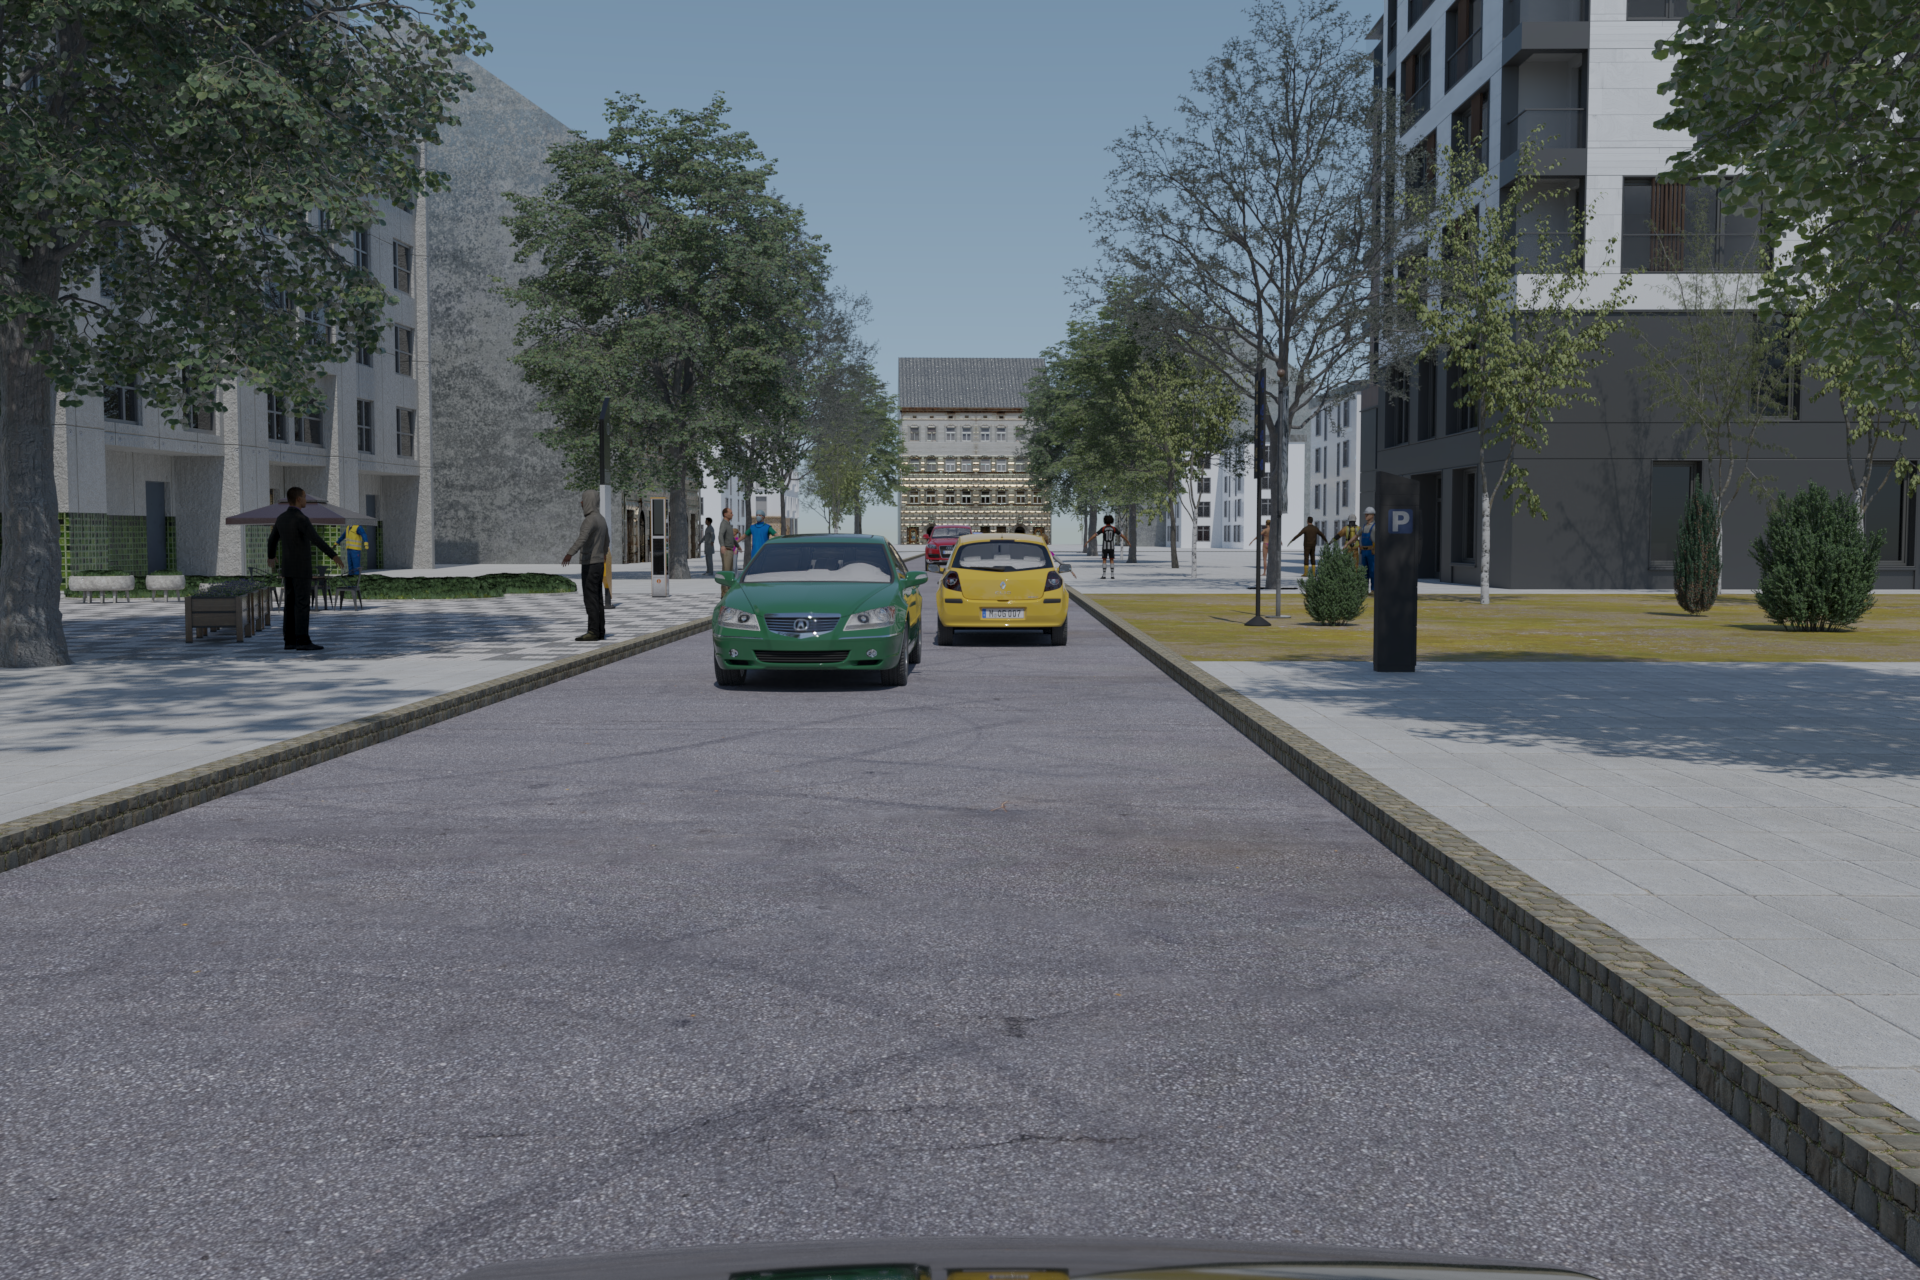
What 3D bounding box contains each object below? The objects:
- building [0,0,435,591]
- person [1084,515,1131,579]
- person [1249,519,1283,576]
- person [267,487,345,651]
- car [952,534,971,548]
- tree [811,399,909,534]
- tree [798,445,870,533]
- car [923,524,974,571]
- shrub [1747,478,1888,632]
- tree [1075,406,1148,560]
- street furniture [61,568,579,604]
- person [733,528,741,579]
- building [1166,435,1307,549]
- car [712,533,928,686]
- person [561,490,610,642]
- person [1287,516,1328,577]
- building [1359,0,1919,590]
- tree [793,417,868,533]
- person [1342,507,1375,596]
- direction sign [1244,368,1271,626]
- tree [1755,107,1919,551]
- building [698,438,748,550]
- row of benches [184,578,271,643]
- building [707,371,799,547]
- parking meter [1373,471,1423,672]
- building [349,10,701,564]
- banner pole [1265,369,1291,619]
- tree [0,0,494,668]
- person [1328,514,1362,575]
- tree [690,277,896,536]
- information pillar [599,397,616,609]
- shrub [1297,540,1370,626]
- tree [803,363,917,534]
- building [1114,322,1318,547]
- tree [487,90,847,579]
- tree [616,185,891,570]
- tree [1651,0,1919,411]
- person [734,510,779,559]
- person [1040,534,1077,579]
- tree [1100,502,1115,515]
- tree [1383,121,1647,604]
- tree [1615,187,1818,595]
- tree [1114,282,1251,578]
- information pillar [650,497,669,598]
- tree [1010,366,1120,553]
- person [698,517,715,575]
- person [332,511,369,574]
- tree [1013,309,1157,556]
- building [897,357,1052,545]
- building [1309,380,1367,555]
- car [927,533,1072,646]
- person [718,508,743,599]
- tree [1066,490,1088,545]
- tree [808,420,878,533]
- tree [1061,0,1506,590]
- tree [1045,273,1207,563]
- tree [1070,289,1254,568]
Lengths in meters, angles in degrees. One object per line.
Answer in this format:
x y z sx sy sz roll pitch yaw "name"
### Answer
-28.066 -11.070 47.459 16.747 18.905 31.486 0 4 2 "building"
4.215 -2.639 49.283 1.345 1.843 0.704 0 4 -4 "person"
9.427 -2.844 53.295 1.217 1.733 0.721 -2 4 -24 "person"
-7.306 -0.791 19.162 1.346 1.802 0.704 3 4 36 "person"
0.774 -2.977 60.470 2.131 1.459 4.920 0 4 1 "car"
-7.276 -12.131 124.098 9.928 11.665 9.643 0 3 0 "tree"
-15.980 -18.346 210.320 12.009 13.543 11.850 0 3 0 "tree"
-0.298 -3.651 68.361 2.281 1.827 5.304 0 4 1 "car"
11.281 -1.127 22.846 1.690 2.028 1.600 0 3 0 "shrub"
7.959 -8.320 86.387 4.737 8.622 4.395 0 3 0 "tree"
-12.795 -1.193 35.128 10.072 0.657 5.734 -1 4 -16 "street furniture"
-5.777 -2.121 43.940 0.599 1.433 0.991 -1 4 -19 "person"
24.909 -13.334 160.165 9.099 9.664 28.070 0 4 1 "building"
-1.368 -0.371 17.872 2.131 1.459 4.920 0 4 1 "car"
-4.445 -0.898 20.811 0.705 1.813 1.348 0 4 7 "person"
10.438 -2.790 51.761 1.346 1.812 0.704 -1 4 -14 "person"
26.914 -12.930 55.382 27.936 21.610 32.646 0 4 1 "building"
-6.665 -8.889 95.697 4.360 8.622 3.978 0 3 0 "tree"
8.558 -1.861 36.282 0.705 1.847 1.347 -2 4 -33 "person"
4.164 -1.964 24.110 0.379 3.537 0.876 0 4 1 "direction sign"
15.457 -4.833 29.387 4.737 8.622 4.395 0 3 0 "tree"
-23.508 -13.049 155.491 9.099 9.664 28.070 0 4 2 "building"
-9.383 -0.420 22.332 1.422 0.672 4.104 -1 4 -17 "row of benches"
-22.694 -19.507 175.364 16.016 20.090 11.380 0 4 1 "building"
4.080 -0.638 16.143 0.399 1.863 0.255 0 4 1 "parking meter"
-23.203 -15.352 81.929 19.493 23.208 18.063 0 4 2 "building"
4.865 -2.209 26.129 0.401 3.779 0.863 0 4 -1 "banner pole"
-9.174 -6.717 16.472 9.857 13.997 8.962 0 3 0 "tree"
11.075 -2.641 48.956 1.354 1.858 0.705 1 4 10 "person"
-7.963 -10.248 77.926 12.009 13.543 11.850 0 3 0 "tree"
-6.024 -2.330 29.449 0.183 3.616 0.504 0 4 1 "information pillar"
5.225 -0.802 24.230 1.383 1.207 1.383 0 3 0 "shrub"
-6.707 -12.047 115.088 7.486 12.596 7.792 0 3 0 "tree"
26.500 -21.599 184.078 19.493 23.208 18.063 0 4 1 "building"
-8.113 -8.701 48.911 9.857 13.997 8.962 0 3 0 "tree"
-7.449 -9.221 61.134 12.009 13.543 11.850 0 3 0 "tree"
6.526 -5.533 8.598 7.486 12.596 7.792 0 3 0 "tree"
-4.427 -1.968 38.305 1.347 1.817 0.704 1 4 15 "person"
1.289 -0.882 26.152 0.991 1.433 0.599 2 4 26 "person"
20.830 -17.144 214.721 7.601 10.594 8.767 0 4 4 "tree"
9.825 -4.956 31.390 4.737 8.622 4.395 0 3 0 "tree"
16.227 -5.283 36.734 4.360 8.622 3.978 0 3 0 "tree"
6.799 -6.143 50.800 4.737 8.622 4.395 0 3 0 "tree"
-6.044 -1.860 34.899 0.304 2.012 0.304 0 4 3 "information pillar"
8.528 -12.557 115.671 12.009 13.543 11.850 0 3 0 "tree"
-7.839 -2.918 53.892 0.705 1.806 1.347 -2 4 -26 "person"
-14.548 -2.172 41.477 1.349 1.833 0.705 2 4 35 "person"
7.737 -11.817 99.867 9.857 13.997 8.962 0 3 0 "tree"
1.429 -23.303 214.387 18.063 23.208 19.493 0 4 -3 "building"
26.011 -9.310 94.368 9.099 9.664 28.070 0 4 1 "building"
0.550 -0.822 23.666 2.015 1.641 3.980 0 4 0 "car"
-4.531 -1.690 33.909 0.705 1.796 1.348 0 4 7 "person"
14.572 -15.851 209.529 4.737 8.622 4.395 0 3 0 "tree"
-7.101 -9.318 102.709 4.737 8.622 4.395 0 3 0 "tree"
7.309 -7.903 39.585 12.009 13.543 11.850 0 3 0 "tree"
7.573 -9.675 76.305 7.486 12.596 7.792 0 3 0 "tree"
7.717 -7.955 64.469 7.601 10.594 8.767 1 4 18 "tree"
